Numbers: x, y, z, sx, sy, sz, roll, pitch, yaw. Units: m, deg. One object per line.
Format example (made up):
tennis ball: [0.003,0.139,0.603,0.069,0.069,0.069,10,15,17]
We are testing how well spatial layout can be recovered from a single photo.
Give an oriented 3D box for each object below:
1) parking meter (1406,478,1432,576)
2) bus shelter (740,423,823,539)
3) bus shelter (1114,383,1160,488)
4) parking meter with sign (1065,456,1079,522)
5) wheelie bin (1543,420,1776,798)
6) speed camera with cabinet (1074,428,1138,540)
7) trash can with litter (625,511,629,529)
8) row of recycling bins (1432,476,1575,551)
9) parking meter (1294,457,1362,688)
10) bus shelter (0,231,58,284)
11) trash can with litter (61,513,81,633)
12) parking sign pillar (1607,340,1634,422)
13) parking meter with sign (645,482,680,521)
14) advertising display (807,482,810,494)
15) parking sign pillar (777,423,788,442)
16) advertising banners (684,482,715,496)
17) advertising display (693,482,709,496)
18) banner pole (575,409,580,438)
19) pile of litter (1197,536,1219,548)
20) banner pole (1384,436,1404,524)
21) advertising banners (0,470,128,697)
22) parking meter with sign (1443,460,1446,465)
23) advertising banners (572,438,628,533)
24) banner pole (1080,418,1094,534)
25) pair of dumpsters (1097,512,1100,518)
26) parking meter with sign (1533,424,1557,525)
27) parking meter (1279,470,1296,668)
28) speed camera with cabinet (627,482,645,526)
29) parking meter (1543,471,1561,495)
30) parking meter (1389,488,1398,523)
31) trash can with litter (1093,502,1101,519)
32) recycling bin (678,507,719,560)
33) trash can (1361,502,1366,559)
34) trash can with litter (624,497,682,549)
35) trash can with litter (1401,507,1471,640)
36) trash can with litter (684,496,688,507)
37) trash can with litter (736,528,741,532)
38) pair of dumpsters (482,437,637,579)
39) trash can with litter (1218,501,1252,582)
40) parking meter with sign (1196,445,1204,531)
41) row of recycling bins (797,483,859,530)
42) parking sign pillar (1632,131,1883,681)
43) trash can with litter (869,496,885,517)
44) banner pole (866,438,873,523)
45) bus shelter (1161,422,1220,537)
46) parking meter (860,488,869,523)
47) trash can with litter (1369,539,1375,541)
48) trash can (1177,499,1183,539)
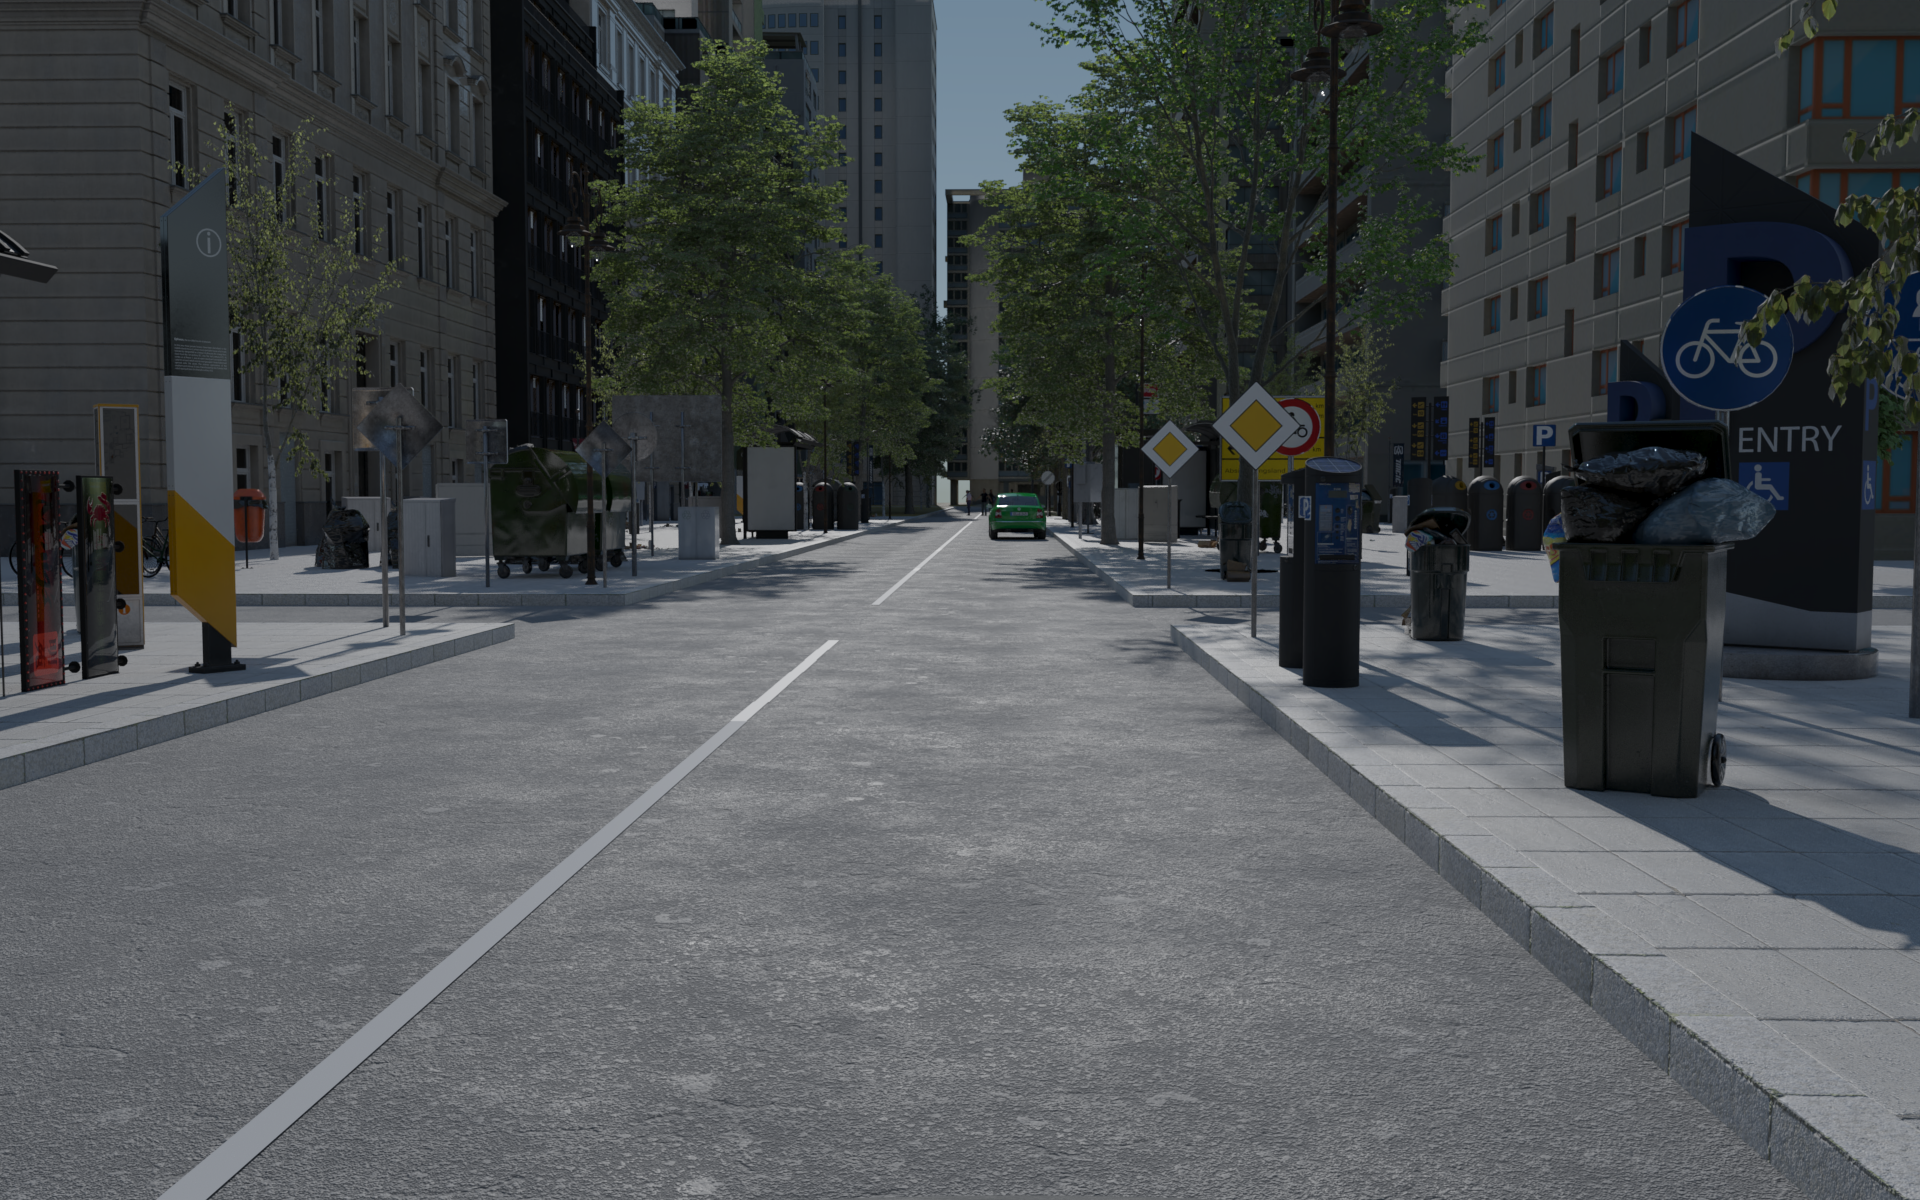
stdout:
parking meter: [7.170,-1.139,27.041,0.372,1.533,0.369,0,3,0]
bus shelter: [-5.382,-3.549,51.950,2.014,3.302,5.546,0,4,1]
bus shelter: [6.059,-5.037,59.992,2.179,5.291,8.768,0,4,1]
parking meter with sign: [5.277,-5.118,79.943,0.543,3.016,1.738,1,4,15]
wheelie bin: [3.001,0.022,7.541,0.980,1.594,0.693,2,4,32]
speed camera with cabinet: [4.160,-3.361,49.283,0.660,3.252,2.038,-3,5,-43]
trash can with litter: [-12.310,-3.184,63.454,0.624,1.170,1.055,-2,4,-31]
row of recycling bins: [12.313,-1.963,39.208,3.534,1.692,1.069,0,4,-4]
parking meter: [2.490,-0.194,11.582,0.372,1.533,0.369,0,3,0]
bus shelter: [-7.388,-0.950,9.463,2.014,3.302,5.546,0,4,1]
trash can with litter: [-8.074,-0.290,16.130,0.624,1.170,1.055,-2,4,-33]
parking sign pillar: [11.669,-2.520,29.672,1.447,3.967,1.447,-1,4,-20]
parking meter with sign: [-14.222,-5.279,82.566,1.738,3.016,0.543,-3,4,-37]
advertising display: [-6.911,-4.462,78.160,0.123,1.923,0.974,-1,4,-13]
parking sign pillar: [-6.648,-4.788,66.758,1.447,3.967,1.447,1,4,11]
advertising banners: [-13.290,-5.593,87.637,2.074,3.025,0.090,2,4,27]
advertising display: [-13.908,-5.375,93.090,0.123,1.923,0.974,3,5,43]
banner pole: [-11.222,-3.728,50.964,0.401,3.779,0.863,-1,4,-14]
pile of litter: [6.237,-1.669,41.253,1.176,0.858,1.719,0,4,2]
banner pole: [18.788,-5.191,74.884,0.863,3.779,0.401,2,4,27]
advertising banners: [-6.055,-0.930,11.386,0.090,3.025,2.074,0,4,0]
parking meter with sign: [20.631,-4.558,70.791,0.543,3.016,1.738,-3,5,-40]
advertising banners: [-11.365,-3.579,54.697,0.090,3.025,2.074,3,5,42]
banner pole: [4.019,-4.006,55.521,0.401,3.779,0.863,2,4,29]
pair of dumpsters: [8.125,-5.633,94.600,1.574,2.255,4.437,0,4,1]
parking meter with sign: [15.009,-2.937,44.279,0.543,3.016,1.738,2,4,25]
parking meter: [2.561,-0.271,12.846,0.372,1.533,0.369,0,3,0]
speed camera with cabinet: [-13.198,-4.616,69.813,0.660,3.252,2.038,-1,4,-22]
parking meter: [14.663,-2.276,42.930,0.399,1.863,0.255,1,4,17]
parking meter: [19.043,-4.140,76.100,0.372,1.533,0.369,0,3,0]
trash can with litter: [7.338,-4.781,89.223,2.233,1.210,1.678,2,4,28]
recycling bin: [-5.149,-1.321,34.156,0.722,1.027,0.722,0,4,0]
trash can: [7.261,-1.280,32.583,0.748,1.137,0.748,0,3,0]
trash can with litter: [-7.628,-1.825,40.889,1.678,1.210,2.233,-1,4,-17]
trash can with litter: [4.162,-0.250,15.468,0.624,1.170,1.055,0,4,0]
trash can with litter: [-11.175,-3.499,68.261,1.678,1.210,2.233,2,4,28]
trash can with litter: [-6.853,-2.899,58.453,2.233,1.210,1.678,-2,4,-28]
pair of dumpsters: [-6.462,-1.571,28.187,1.574,2.255,4.437,0,4,1]
trash can with litter: [4.159,-0.872,25.648,0.624,1.170,1.055,0,4,2]
parking meter with sign: [8.377,-3.979,61.317,0.543,3.016,1.738,0,4,3]
row of recycling bins: [-5.412,-3.389,62.517,3.534,1.692,1.069,0,4,2]
parking sign pillar: [5.865,-1.469,12.486,1.447,3.967,1.447,3,5,41]
trash can with litter: [-5.447,-5.229,96.550,2.233,1.210,1.678,2,4,31]
banner pole: [-4.039,-5.349,77.467,0.401,3.779,0.863,1,4,20]
bus shelter: [6.961,-3.513,51.353,2.014,3.302,5.546,0,4,1]
parking meter: [-4.206,-4.160,76.433,0.372,1.533,0.369,0,3,0]
trash can with litter: [10.225,-2.226,47.452,2.233,1.210,1.678,2,4,35]
trash can: [5.730,-2.191,47.476,0.748,1.137,0.748,0,3,0]
